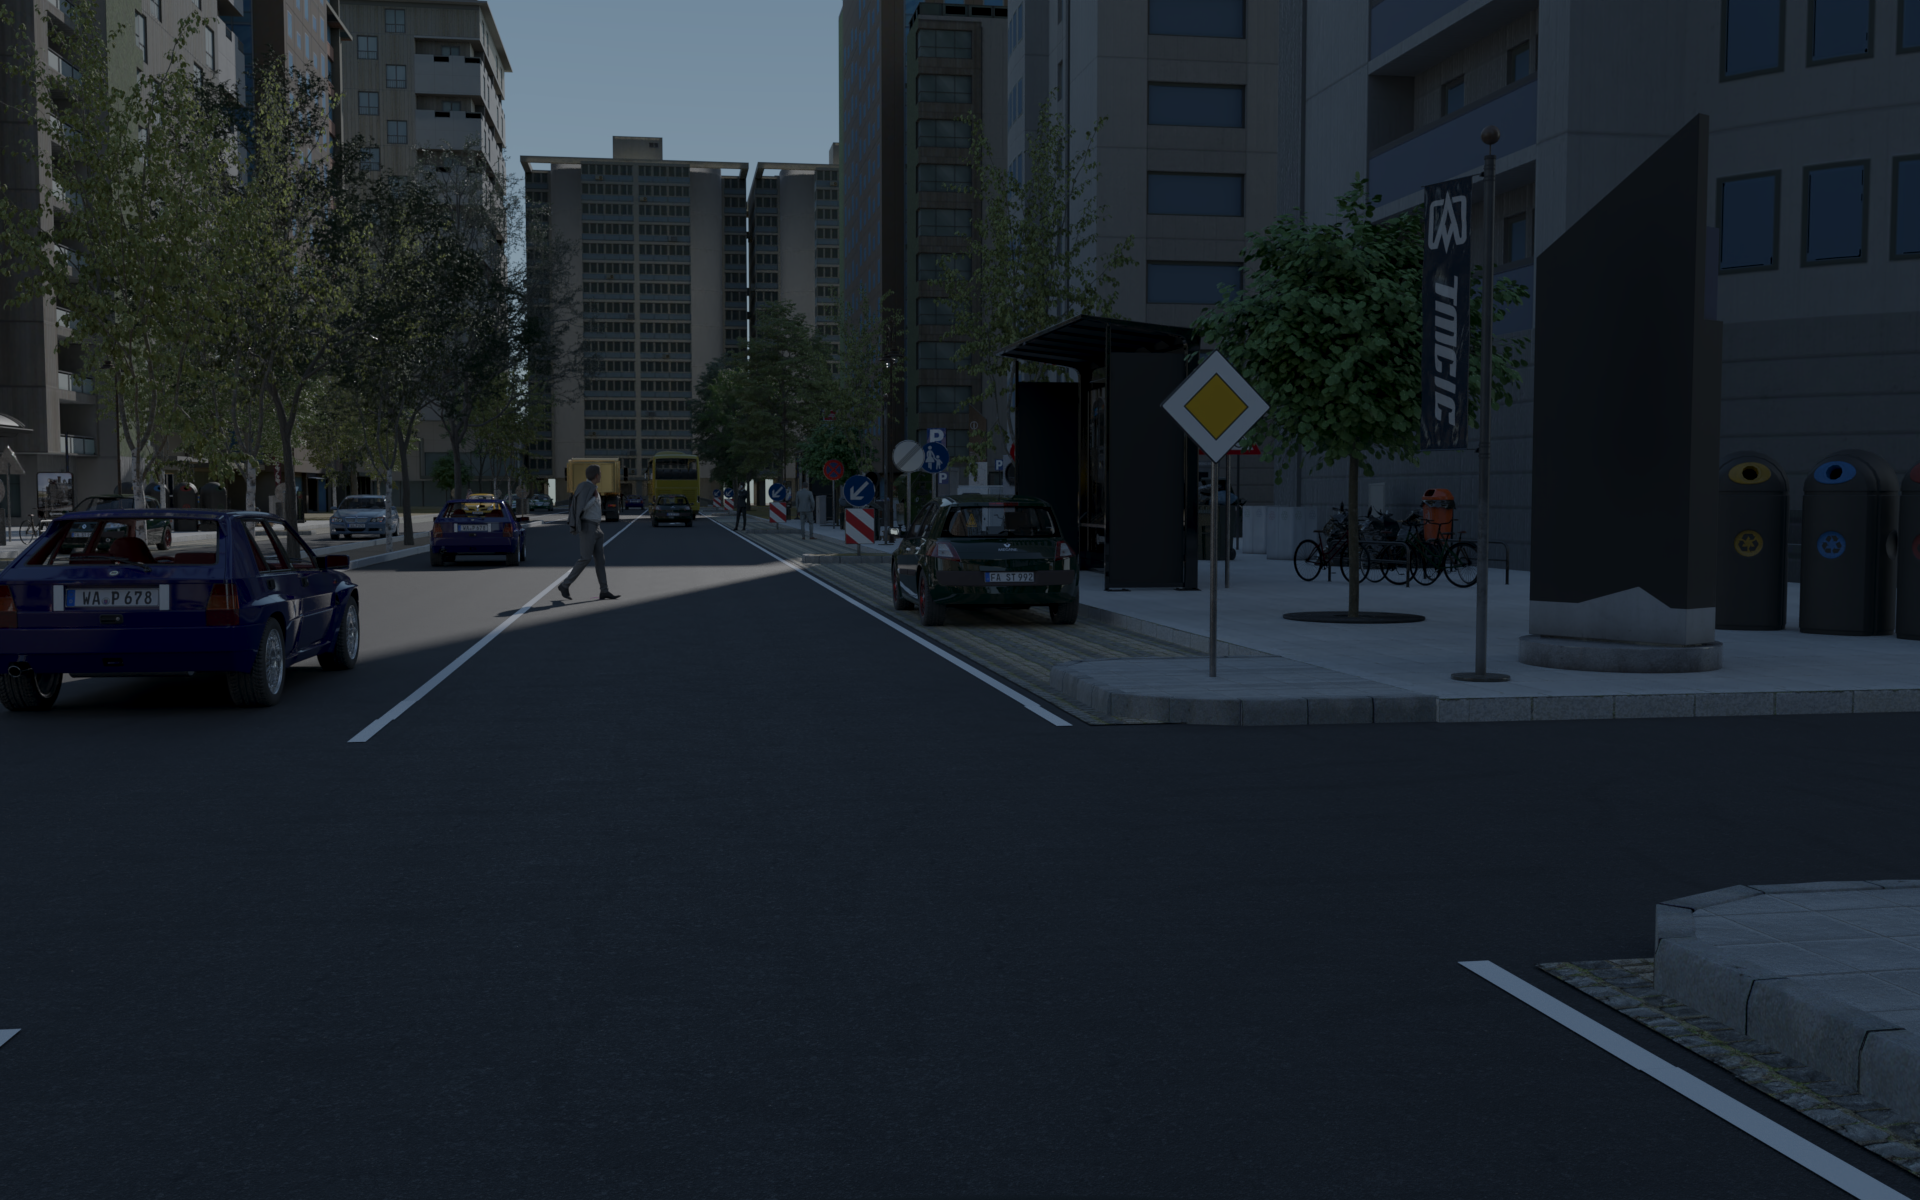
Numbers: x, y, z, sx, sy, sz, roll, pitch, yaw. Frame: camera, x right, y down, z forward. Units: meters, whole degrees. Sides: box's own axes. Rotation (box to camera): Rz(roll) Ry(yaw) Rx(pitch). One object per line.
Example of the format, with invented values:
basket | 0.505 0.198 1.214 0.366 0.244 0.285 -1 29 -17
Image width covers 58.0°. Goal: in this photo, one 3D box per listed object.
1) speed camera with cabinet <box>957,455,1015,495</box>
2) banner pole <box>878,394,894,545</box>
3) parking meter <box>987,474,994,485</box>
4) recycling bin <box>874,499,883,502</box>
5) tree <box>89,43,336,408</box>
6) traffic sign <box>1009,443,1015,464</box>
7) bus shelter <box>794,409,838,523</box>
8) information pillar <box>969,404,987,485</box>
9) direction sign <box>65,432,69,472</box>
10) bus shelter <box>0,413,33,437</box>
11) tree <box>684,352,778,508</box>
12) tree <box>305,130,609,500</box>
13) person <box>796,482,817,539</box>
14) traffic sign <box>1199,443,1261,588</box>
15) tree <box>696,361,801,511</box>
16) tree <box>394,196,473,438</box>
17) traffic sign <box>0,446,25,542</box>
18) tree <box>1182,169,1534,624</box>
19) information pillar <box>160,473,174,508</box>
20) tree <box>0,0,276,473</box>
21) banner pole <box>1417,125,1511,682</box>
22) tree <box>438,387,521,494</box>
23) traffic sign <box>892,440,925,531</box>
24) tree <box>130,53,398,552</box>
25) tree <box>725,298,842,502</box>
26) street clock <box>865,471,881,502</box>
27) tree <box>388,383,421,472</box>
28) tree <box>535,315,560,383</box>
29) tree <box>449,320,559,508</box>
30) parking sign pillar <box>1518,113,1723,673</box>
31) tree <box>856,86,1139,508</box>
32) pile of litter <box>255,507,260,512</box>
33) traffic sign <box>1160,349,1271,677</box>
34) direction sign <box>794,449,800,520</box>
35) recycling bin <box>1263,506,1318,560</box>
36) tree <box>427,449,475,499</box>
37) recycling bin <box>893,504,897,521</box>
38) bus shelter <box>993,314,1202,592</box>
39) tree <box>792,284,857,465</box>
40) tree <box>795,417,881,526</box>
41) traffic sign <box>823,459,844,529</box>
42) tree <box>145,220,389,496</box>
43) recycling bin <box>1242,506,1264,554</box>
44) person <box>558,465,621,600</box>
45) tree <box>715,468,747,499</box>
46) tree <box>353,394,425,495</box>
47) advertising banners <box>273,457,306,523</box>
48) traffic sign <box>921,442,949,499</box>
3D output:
speed camera with cabinet | 0.863 -2.737 39.082 2.038 3.252 0.660 3 5 41
banner pole | -1.859 -3.250 43.149 0.401 3.779 0.863 0 4 0
parking meter | 0.762 -2.701 49.876 0.399 1.863 0.255 2 4 34
recycling bin | -3.675 -3.842 75.366 0.722 1.027 0.722 -1 4 -22
tree | -13.405 -5.990 34.807 8.767 10.594 7.601 -1 4 -10
traffic sign | 1.463 -2.319 38.016 0.768 2.556 0.104 0 4 -1
bus shelter | -6.422 -6.236 79.584 2.179 5.291 8.768 -1 4 -10
information pillar | 0.454 -3.274 44.886 0.504 3.616 0.183 1 4 18
direction sign | -32.567 -4.356 63.210 0.379 3.537 0.876 -2 4 -31
bus shelter | -23.449 -2.820 40.024 2.014 3.302 5.546 -1 4 -10
tree | -20.043 -15.163 154.567 9.857 13.997 8.962 0 3 0
tree | -16.947 -8.889 58.155 12.009 13.543 11.850 0 3 0
person | -4.836 -2.798 54.346 0.635 1.810 0.391 0 4 6
traffic sign | 3.639 -1.439 23.533 0.884 2.594 0.081 0 4 -5
tree | -15.922 -12.576 131.365 9.928 11.665 9.643 0 3 0
tree | -13.996 -5.472 42.279 4.360 8.622 3.978 0 3 0
traffic sign | -25.595 -2.849 46.589 0.884 2.594 0.081 0 4 -4
tree | 4.025 -2.082 17.760 4.285 4.588 4.351 0 3 0
information pillar | -27.804 -3.442 60.768 0.304 2.012 0.304 1 4 20
tree | -11.325 -4.334 23.687 4.737 8.622 4.395 0 3 0
banner pole | 3.495 -1.349 12.080 0.401 3.779 0.863 -2 4 -28
tree | -42.415 -13.912 153.223 9.928 11.665 9.643 0 3 0
traffic sign | -1.215 -2.498 40.953 0.768 2.556 0.104 0 4 -1
tree | -11.906 -4.657 28.964 4.360 8.622 3.978 0 3 0
tree | -10.154 -11.187 101.041 7.486 12.596 7.792 0 3 0
street clock | -2.791 -3.113 55.475 0.471 2.002 0.358 2 4 24
tree | -33.081 -10.697 93.020 7.486 12.596 7.792 0 3 0
tree | -15.343 -6.806 48.147 8.767 10.594 7.601 -1 4 -10
tree | -18.856 -7.323 72.544 4.737 8.622 4.395 0 3 0
parking sign pillar | 4.980 -1.499 12.980 1.447 3.967 1.447 -3 4 -38
tree | 1.203 -5.009 32.257 4.737 8.622 4.395 0 3 0
pile of litter | -27.415 -3.301 67.940 1.176 0.858 1.719 1 4 10
traffic sign | 1.771 -0.517 12.089 0.795 2.450 0.064 -1 4 -10
direction sign | -8.159 -5.797 86.781 0.379 3.537 0.876 -1 4 -15
recycling bin | 6.493 -1.304 33.881 0.722 1.027 0.722 -2 4 -34
tree | -37.033 -8.685 125.711 4.285 4.588 4.351 0 3 0
recycling bin | -3.310 -4.350 83.675 0.722 1.027 0.722 2 4 27
bus shelter | 1.906 -2.114 25.849 1.731 3.624 6.357 -1 4 -10
tree | -3.524 -6.682 59.614 4.737 8.622 4.395 0 3 0
tree | -4.861 -5.235 69.311 4.285 4.588 4.351 0 3 0
traffic sign | -4.652 -3.897 63.826 0.768 2.556 0.104 0 4 -2
tree | -28.834 -9.265 69.612 7.486 12.596 7.792 0 3 0
recycling bin | 6.569 -1.510 37.249 0.722 1.027 0.722 -2 4 -33
person | -5.040 -0.910 23.484 0.850 1.850 0.679 0 4 0
tree | -21.483 -10.988 163.363 4.285 4.588 4.351 0 3 0
tree | -33.672 -9.204 100.851 4.737 8.622 4.395 0 3 0
advertising banners | -29.645 -4.915 76.545 2.074 3.025 0.090 2 4 31
traffic sign | -0.643 -2.582 42.322 0.768 2.556 0.104 0 4 -6
